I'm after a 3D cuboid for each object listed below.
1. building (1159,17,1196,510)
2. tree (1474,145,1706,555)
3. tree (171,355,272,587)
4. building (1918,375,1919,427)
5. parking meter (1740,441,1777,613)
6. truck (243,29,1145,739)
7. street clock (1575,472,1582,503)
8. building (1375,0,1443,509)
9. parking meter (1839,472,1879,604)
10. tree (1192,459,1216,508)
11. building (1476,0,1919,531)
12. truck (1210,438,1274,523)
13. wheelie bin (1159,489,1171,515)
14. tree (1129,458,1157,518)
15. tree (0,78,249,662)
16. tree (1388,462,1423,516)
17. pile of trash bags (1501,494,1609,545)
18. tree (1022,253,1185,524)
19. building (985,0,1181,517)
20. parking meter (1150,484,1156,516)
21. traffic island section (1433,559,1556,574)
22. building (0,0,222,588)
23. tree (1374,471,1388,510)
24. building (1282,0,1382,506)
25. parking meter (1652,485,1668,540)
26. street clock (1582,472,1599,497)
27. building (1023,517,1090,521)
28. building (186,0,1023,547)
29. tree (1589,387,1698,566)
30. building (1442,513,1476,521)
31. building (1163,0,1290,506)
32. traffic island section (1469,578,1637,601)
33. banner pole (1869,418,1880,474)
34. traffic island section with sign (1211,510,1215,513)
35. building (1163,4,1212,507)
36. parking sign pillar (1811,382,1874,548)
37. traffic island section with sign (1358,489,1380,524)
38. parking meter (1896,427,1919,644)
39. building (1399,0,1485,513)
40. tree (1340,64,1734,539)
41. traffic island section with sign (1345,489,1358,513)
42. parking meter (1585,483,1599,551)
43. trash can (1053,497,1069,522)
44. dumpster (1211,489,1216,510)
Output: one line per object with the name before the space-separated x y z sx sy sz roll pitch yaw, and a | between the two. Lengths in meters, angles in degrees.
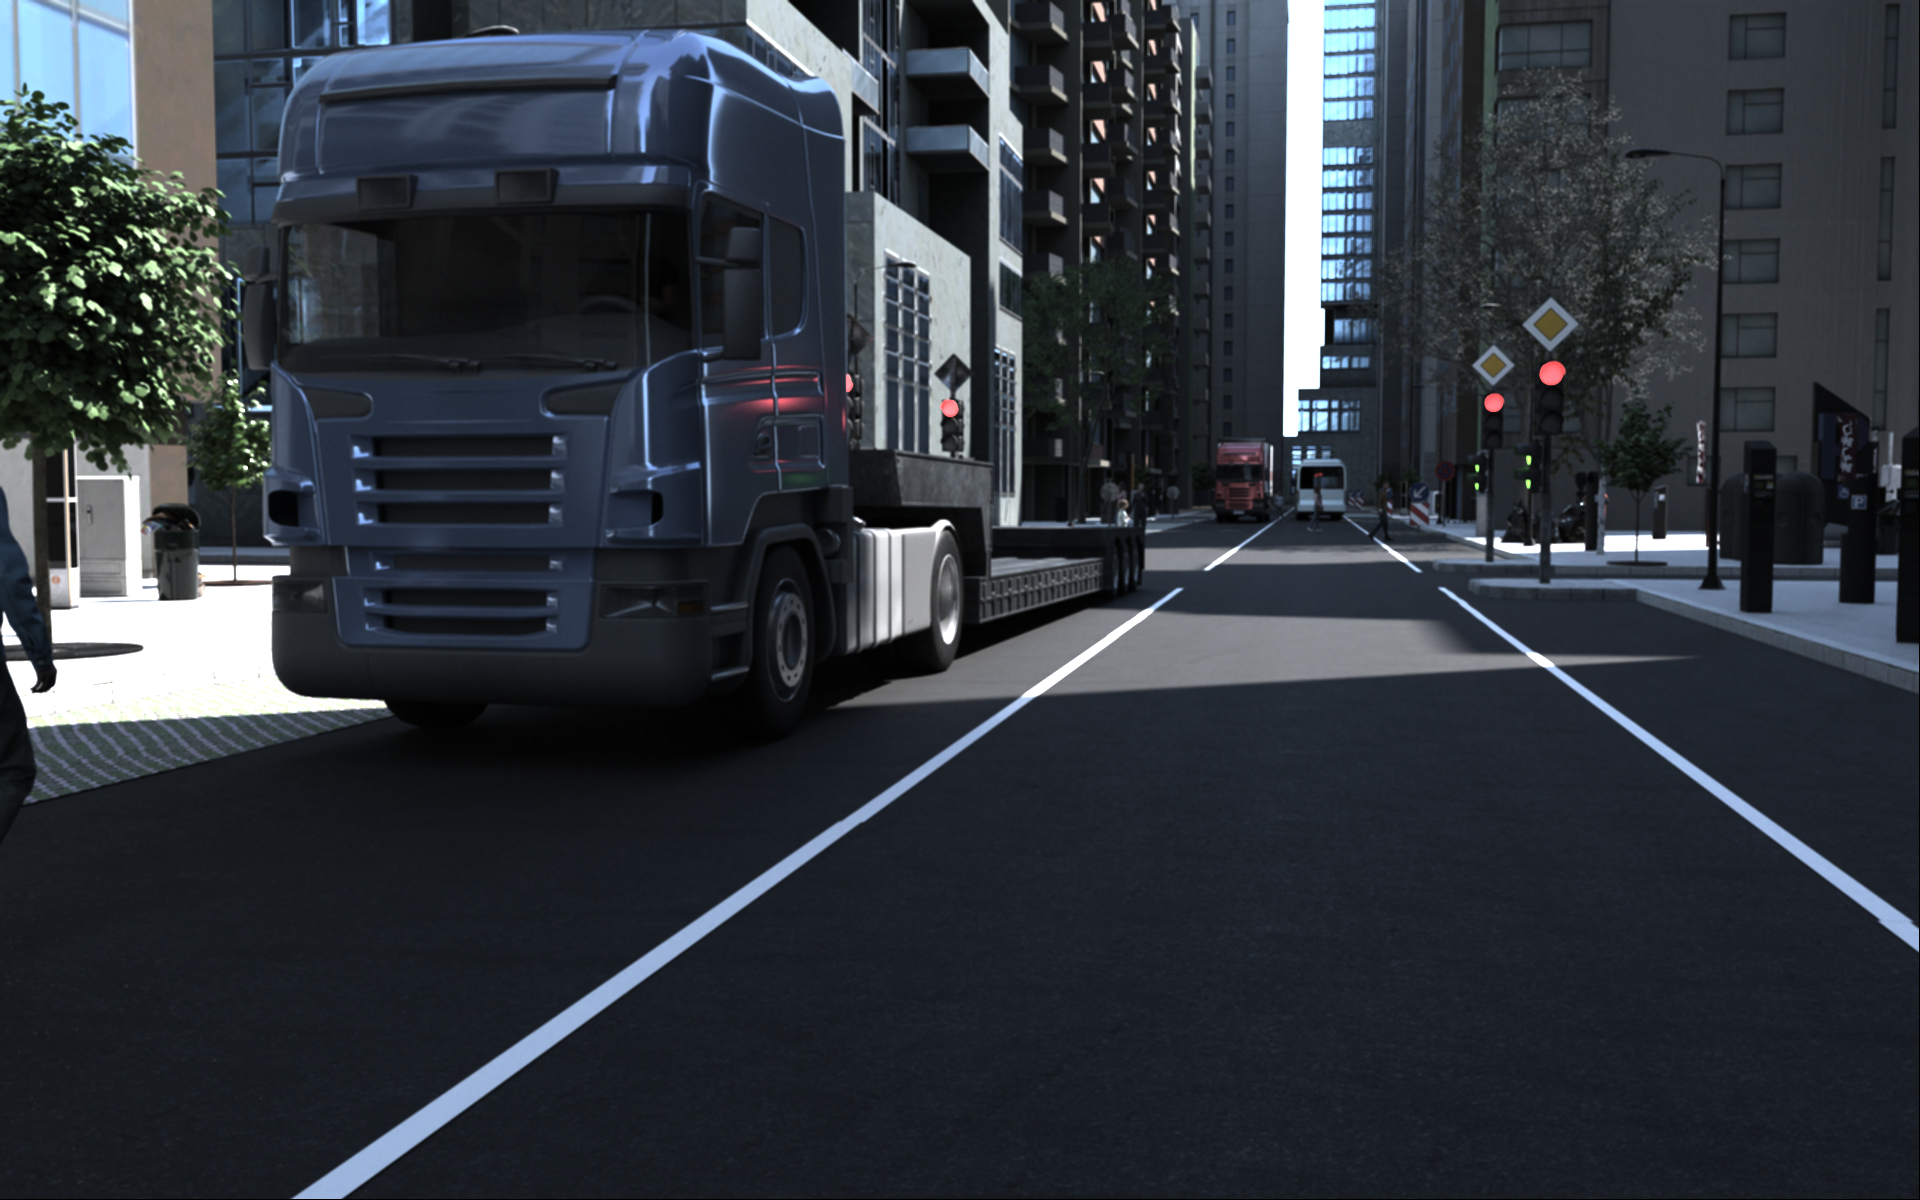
building | 12.167 -28.264 145.713 14.154 41.232 14.086 1 4 12
tree | 13.382 -5.272 36.553 4.360 8.622 3.978 0 3 0
tree | -10.167 -1.813 24.250 1.663 3.219 1.824 0 3 0
building | 97.057 -30.714 156.796 28.867 44.769 22.147 1 4 12
parking meter | 8.661 -0.800 18.794 0.255 1.863 0.399 1 4 11
truck | -0.547 -1.675 17.144 2.967 4.110 18.799 1 4 13
street clock | 20.642 -3.244 57.603 0.358 2.002 0.471 0 4 -2
building | 50.144 -37.952 162.508 21.231 58.520 28.212 1 4 12
parking meter | 10.597 -0.735 20.424 0.372 1.533 0.369 0 3 0
tree | 21.690 -10.606 157.126 4.285 4.588 4.351 0 3 0
building | 26.996 -23.354 65.426 14.154 41.232 14.086 1 4 12
truck | 14.687 -6.141 89.323 2.839 4.237 11.283 1 4 12
wheelie bin | 12.870 -6.166 108.715 0.693 1.594 0.980 1 4 22
tree | 9.748 -5.998 92.669 1.663 3.219 1.824 0 3 0
tree | -7.286 -1.843 13.846 4.285 4.588 4.351 0 3 0
tree | 26.851 -6.680 103.823 1.663 3.219 1.824 0 3 0
pile of trash bags | 15.554 -2.138 44.707 1.912 1.369 3.447 -1 4 -16
tree | 5.379 -9.054 73.787 9.928 11.665 9.643 0 3 0
building | 4.185 -28.791 125.352 22.147 44.769 28.867 1 4 12
parking meter | 11.175 -5.811 100.718 0.399 1.863 0.255 -3 5 -43
traffic island section | 10.021 -0.638 32.706 2.009 0.180 2.903 1 4 12
building | -19.883 -22.658 20.571 14.200 45.320 14.600 1 4 12
tree | 33.059 -8.477 133.202 1.663 3.219 1.824 0 3 0
building | 53.045 -54.076 196.819 31.000 86.520 22.319 1 4 12
parking meter | 19.808 -2.484 49.020 0.372 1.533 0.369 0 3 0
street clock | 20.461 -3.143 55.965 0.358 2.002 0.471 0 4 -3
building | -2.058 -26.913 94.656 22.147 44.769 28.867 1 4 12
building | -9.654 -45.217 51.966 22.319 86.520 31.000 1 4 12
tree | 12.181 -2.250 31.395 1.663 3.219 1.824 0 3 0
building | 31.806 -26.714 86.879 14.600 45.320 14.200 1 4 12
building | 23.872 -40.415 202.778 28.212 58.520 21.231 1 4 12
traffic island section | 8.422 -0.159 24.882 2.009 0.180 2.903 1 4 12
banner pole | 29.873 -4.084 56.786 0.401 3.779 0.863 0 4 -2
traffic island section with sign | 20.548 -7.694 134.423 1.989 1.847 2.006 1 4 12
building | 9.432 -33.860 173.213 30.456 49.044 23.786 1 4 12
parking sign pillar | 21.168 -3.247 41.560 1.447 3.967 1.447 0 4 3
traffic island section with sign | 20.587 -4.631 84.350 1.989 1.847 2.006 1 4 12
parking meter | 8.288 -0.564 14.939 0.255 1.863 0.399 3 5 44
building | 43.971 -30.102 142.280 14.600 45.320 14.200 1 4 12
tree | 16.172 -8.478 48.992 12.009 13.543 11.850 0 3 0
traffic island section with sign | 30.411 -7.573 132.451 1.989 1.847 2.006 1 4 12
parking meter | 14.339 -1.881 39.164 0.372 1.533 0.369 0 3 0
trash can | 4.632 -4.134 79.251 0.748 1.137 0.748 0 3 0
dumpster | 20.701 -7.829 136.218 1.865 1.857 1.264 1 4 13
